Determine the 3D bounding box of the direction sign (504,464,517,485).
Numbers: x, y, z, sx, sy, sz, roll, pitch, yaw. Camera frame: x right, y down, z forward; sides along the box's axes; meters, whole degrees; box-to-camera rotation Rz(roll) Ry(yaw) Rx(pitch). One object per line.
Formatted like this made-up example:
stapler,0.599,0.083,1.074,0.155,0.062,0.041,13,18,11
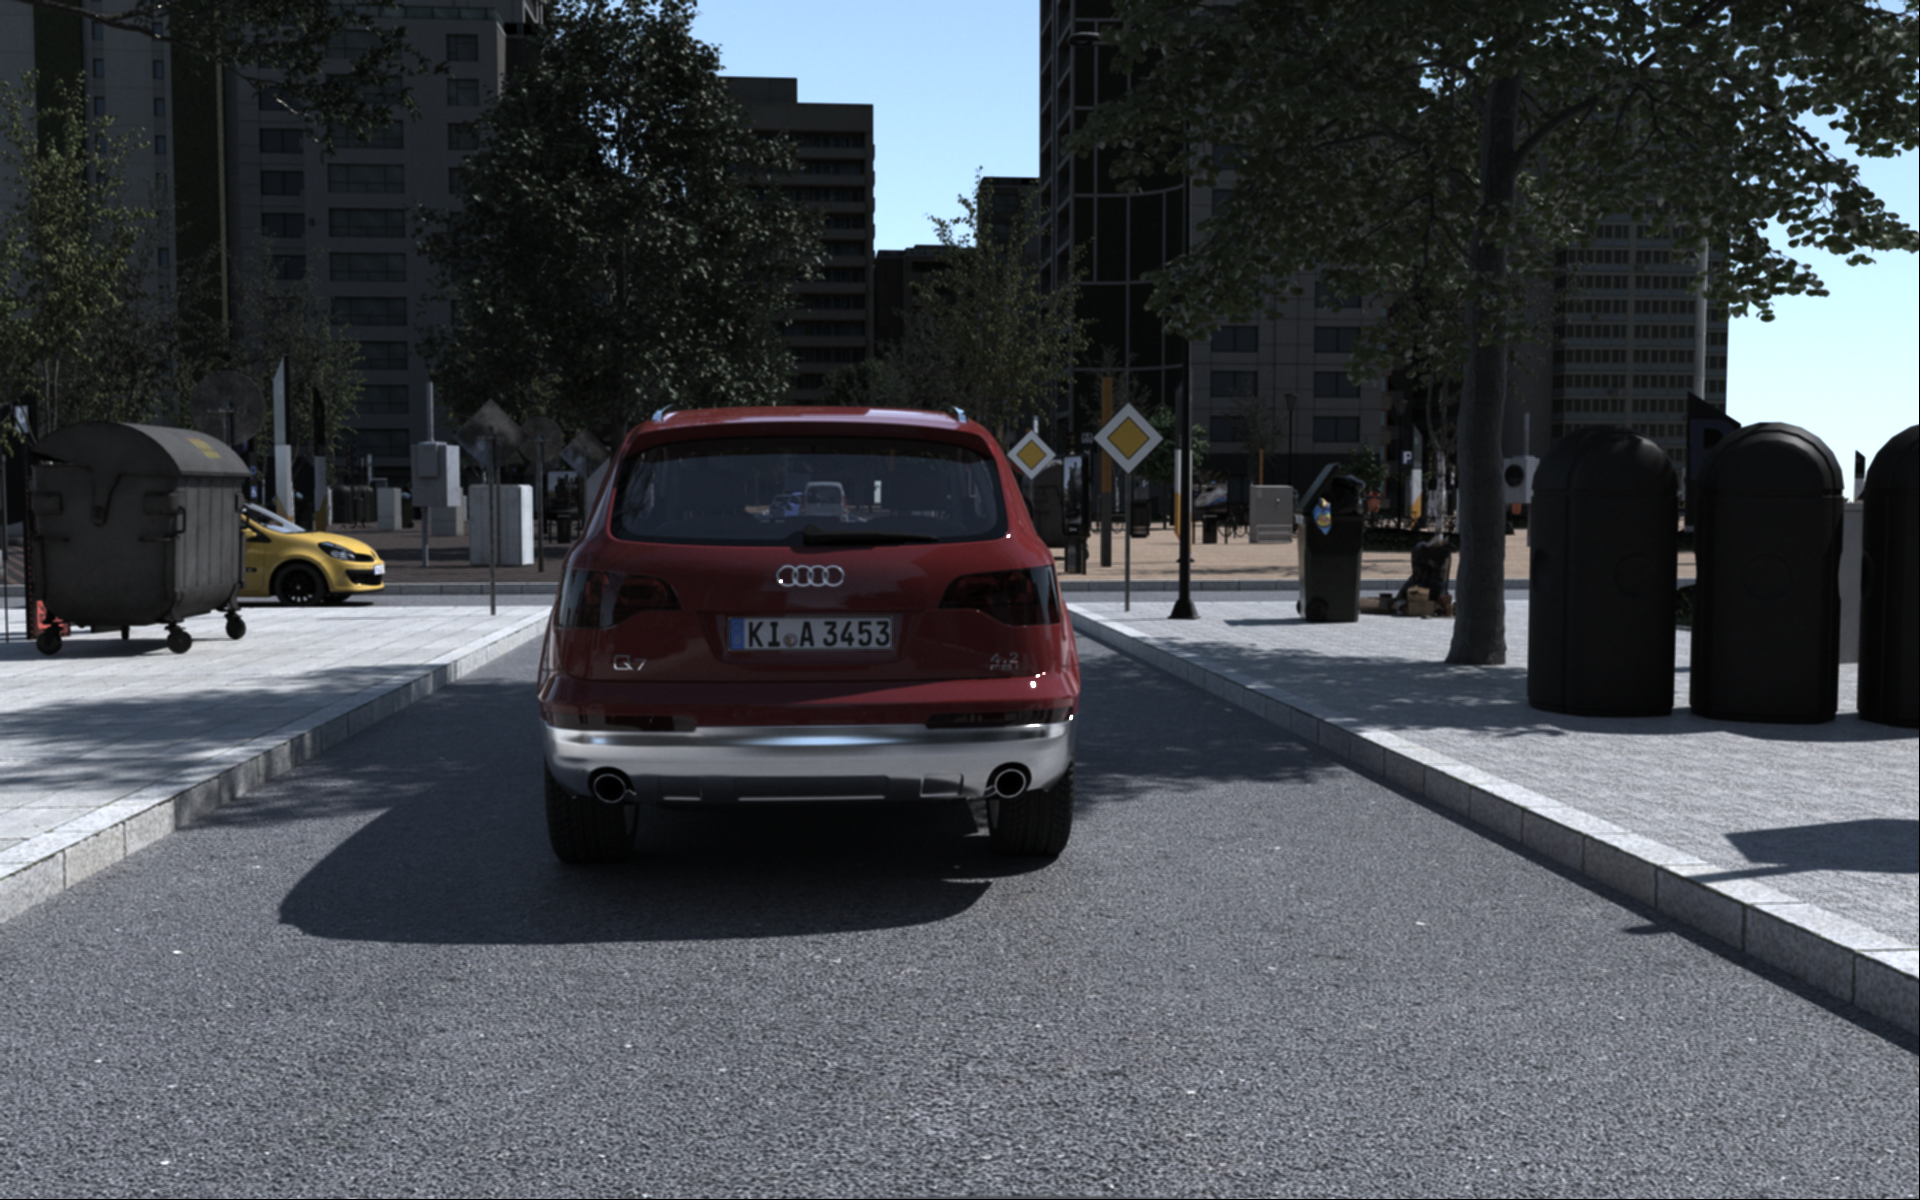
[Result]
direction sign,-17.560,-4.629,67.675,0.876,3.537,0.379,3,5,44

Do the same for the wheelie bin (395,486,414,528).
wheelie bin,-20.968,-3.498,65.093,0.980,1.594,0.693,2,4,30

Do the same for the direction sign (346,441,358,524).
direction sign,-26.092,-5.038,74.374,0.876,3.537,0.379,3,5,43

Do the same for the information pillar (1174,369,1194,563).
information pillar,4.185,-2.510,32.386,0.183,3.616,0.504,3,5,39

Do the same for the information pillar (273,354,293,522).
information pillar,-11.453,-2.322,29.318,0.183,3.616,0.504,-3,5,-43

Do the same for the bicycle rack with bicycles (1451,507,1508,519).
bicycle rack with bicycles,23.725,-4.028,79.245,2.852,0.926,2.925,0,4,-1

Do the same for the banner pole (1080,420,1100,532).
banner pole,4.481,-4.217,58.965,0.863,3.779,0.401,1,4,14

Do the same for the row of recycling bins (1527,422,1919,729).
row of recycling bins,5.124,-0.171,9.908,3.534,1.692,1.069,1,4,15

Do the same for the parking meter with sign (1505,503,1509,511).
parking meter with sign,32.136,-6.344,99.987,1.738,3.016,0.543,-1,4,-19

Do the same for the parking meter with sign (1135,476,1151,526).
parking meter with sign,7.367,-4.489,69.655,0.543,3.016,1.738,-1,4,-13

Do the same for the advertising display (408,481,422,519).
advertising display,-27.671,-5.084,88.333,0.123,1.923,0.974,3,5,41

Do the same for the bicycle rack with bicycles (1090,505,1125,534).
bicycle rack with bicycles,4.206,-2.646,56.652,2.852,0.926,2.925,3,4,38

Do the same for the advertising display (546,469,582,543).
advertising display,-10.324,-2.442,45.141,0.974,1.923,0.123,1,4,18

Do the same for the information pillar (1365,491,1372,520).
information pillar,19.935,-4.901,84.621,0.304,2.012,0.304,1,4,21

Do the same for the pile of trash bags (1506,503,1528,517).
pile of trash bags,30.400,-4.952,90.723,3.447,1.369,1.912,2,4,32

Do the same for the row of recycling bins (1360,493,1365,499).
row of recycling bins,22.010,-5.496,96.980,1.069,1.692,3.534,0,4,-1

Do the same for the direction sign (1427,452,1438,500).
direction sign,25.265,-6.146,92.480,0.876,3.537,0.379,-2,4,-33

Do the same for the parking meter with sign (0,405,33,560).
parking meter with sign,-18.948,-2.281,33.552,0.543,3.016,1.738,3,4,37

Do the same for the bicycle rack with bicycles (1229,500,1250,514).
bicycle rack with bicycles,16.014,-5.109,96.909,2.852,0.926,2.925,-2,4,-24

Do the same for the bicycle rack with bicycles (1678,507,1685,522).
bicycle rack with bicycles,35.148,-4.478,86.595,2.925,0.926,2.852,0,4,-1

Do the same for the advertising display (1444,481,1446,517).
advertising display,23.756,-4.906,85.421,0.123,1.923,0.974,2,4,32

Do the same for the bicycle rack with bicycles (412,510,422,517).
bicycle rack with bicycles,-31.284,-5.135,97.337,2.852,0.926,2.925,-1,4,-18

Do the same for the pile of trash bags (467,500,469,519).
pile of trash bags,-24.420,-4.973,91.058,3.447,1.369,1.912,1,4,10

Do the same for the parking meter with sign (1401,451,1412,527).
parking meter with sign,17.954,-4.446,68.947,0.543,3.016,1.738,0,4,5

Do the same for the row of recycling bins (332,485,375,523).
row of recycling bins,-27.073,-4.301,77.427,1.069,1.692,3.534,0,4,1

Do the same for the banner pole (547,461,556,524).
banner pole,-17.593,-5.122,73.754,0.401,3.779,0.863,2,4,28

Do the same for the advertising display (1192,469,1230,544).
advertising display,6.486,-2.427,44.889,0.974,1.923,0.123,1,4,18

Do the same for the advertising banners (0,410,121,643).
advertising banners,-8.109,-1.173,15.370,0.090,3.025,2.074,1,4,14

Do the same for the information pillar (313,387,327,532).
information pillar,-14.054,-2.855,38.032,0.183,3.616,0.504,0,4,-1

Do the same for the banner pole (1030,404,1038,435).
banner pole,2.077,-3.572,48.427,0.401,3.779,0.863,1,4,19

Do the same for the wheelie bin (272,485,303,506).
wheelie bin,-22.995,-3.143,59.301,0.980,1.594,0.693,-2,4,-31

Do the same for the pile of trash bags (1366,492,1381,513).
pile of trash bags,17.250,-4.161,77.793,3.447,1.369,1.912,-1,4,-11

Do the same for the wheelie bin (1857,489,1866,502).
wheelie bin,33.156,-3.378,63.142,0.693,1.594,0.980,0,4,7

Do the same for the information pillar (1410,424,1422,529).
information pillar,15.302,-4.083,58.104,0.504,3.616,0.183,-3,5,-39

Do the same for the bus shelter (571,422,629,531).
bus shelter,-10.104,-3.504,51.208,2.014,3.302,5.546,0,4,-5

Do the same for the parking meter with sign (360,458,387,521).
parking meter with sign,-27.852,-5.314,83.149,1.738,3.016,0.543,-1,4,-16

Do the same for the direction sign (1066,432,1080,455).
direction sign,4.311,-4.359,63.268,0.876,3.537,0.379,1,4,12

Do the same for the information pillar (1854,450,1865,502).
information pillar,47.210,-6.090,90.930,0.504,3.616,0.183,3,5,41

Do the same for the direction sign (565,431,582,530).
direction sign,-13.634,-4.274,61.876,0.876,3.537,0.379,0,4,-7

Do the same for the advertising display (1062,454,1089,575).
advertising display,1.862,-1.392,27.971,0.123,1.923,0.974,-1,4,-16

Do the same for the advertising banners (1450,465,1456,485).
advertising banners,28.903,-6.555,103.359,2.074,3.025,0.090,-2,4,-34

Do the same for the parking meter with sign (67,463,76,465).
parking meter with sign,-21.955,-2.865,43.109,0.543,3.016,1.738,1,4,20

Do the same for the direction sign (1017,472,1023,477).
direction sign,2.986,-5.455,81.189,0.379,3.537,0.876,-3,5,-40

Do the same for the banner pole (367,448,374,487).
banner pole,-32.091,-6.388,94.455,0.863,3.779,0.401,3,5,42

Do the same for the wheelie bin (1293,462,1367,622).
wheelie bin,3.763,-0.591,17.578,0.693,1.594,0.980,0,4,3
